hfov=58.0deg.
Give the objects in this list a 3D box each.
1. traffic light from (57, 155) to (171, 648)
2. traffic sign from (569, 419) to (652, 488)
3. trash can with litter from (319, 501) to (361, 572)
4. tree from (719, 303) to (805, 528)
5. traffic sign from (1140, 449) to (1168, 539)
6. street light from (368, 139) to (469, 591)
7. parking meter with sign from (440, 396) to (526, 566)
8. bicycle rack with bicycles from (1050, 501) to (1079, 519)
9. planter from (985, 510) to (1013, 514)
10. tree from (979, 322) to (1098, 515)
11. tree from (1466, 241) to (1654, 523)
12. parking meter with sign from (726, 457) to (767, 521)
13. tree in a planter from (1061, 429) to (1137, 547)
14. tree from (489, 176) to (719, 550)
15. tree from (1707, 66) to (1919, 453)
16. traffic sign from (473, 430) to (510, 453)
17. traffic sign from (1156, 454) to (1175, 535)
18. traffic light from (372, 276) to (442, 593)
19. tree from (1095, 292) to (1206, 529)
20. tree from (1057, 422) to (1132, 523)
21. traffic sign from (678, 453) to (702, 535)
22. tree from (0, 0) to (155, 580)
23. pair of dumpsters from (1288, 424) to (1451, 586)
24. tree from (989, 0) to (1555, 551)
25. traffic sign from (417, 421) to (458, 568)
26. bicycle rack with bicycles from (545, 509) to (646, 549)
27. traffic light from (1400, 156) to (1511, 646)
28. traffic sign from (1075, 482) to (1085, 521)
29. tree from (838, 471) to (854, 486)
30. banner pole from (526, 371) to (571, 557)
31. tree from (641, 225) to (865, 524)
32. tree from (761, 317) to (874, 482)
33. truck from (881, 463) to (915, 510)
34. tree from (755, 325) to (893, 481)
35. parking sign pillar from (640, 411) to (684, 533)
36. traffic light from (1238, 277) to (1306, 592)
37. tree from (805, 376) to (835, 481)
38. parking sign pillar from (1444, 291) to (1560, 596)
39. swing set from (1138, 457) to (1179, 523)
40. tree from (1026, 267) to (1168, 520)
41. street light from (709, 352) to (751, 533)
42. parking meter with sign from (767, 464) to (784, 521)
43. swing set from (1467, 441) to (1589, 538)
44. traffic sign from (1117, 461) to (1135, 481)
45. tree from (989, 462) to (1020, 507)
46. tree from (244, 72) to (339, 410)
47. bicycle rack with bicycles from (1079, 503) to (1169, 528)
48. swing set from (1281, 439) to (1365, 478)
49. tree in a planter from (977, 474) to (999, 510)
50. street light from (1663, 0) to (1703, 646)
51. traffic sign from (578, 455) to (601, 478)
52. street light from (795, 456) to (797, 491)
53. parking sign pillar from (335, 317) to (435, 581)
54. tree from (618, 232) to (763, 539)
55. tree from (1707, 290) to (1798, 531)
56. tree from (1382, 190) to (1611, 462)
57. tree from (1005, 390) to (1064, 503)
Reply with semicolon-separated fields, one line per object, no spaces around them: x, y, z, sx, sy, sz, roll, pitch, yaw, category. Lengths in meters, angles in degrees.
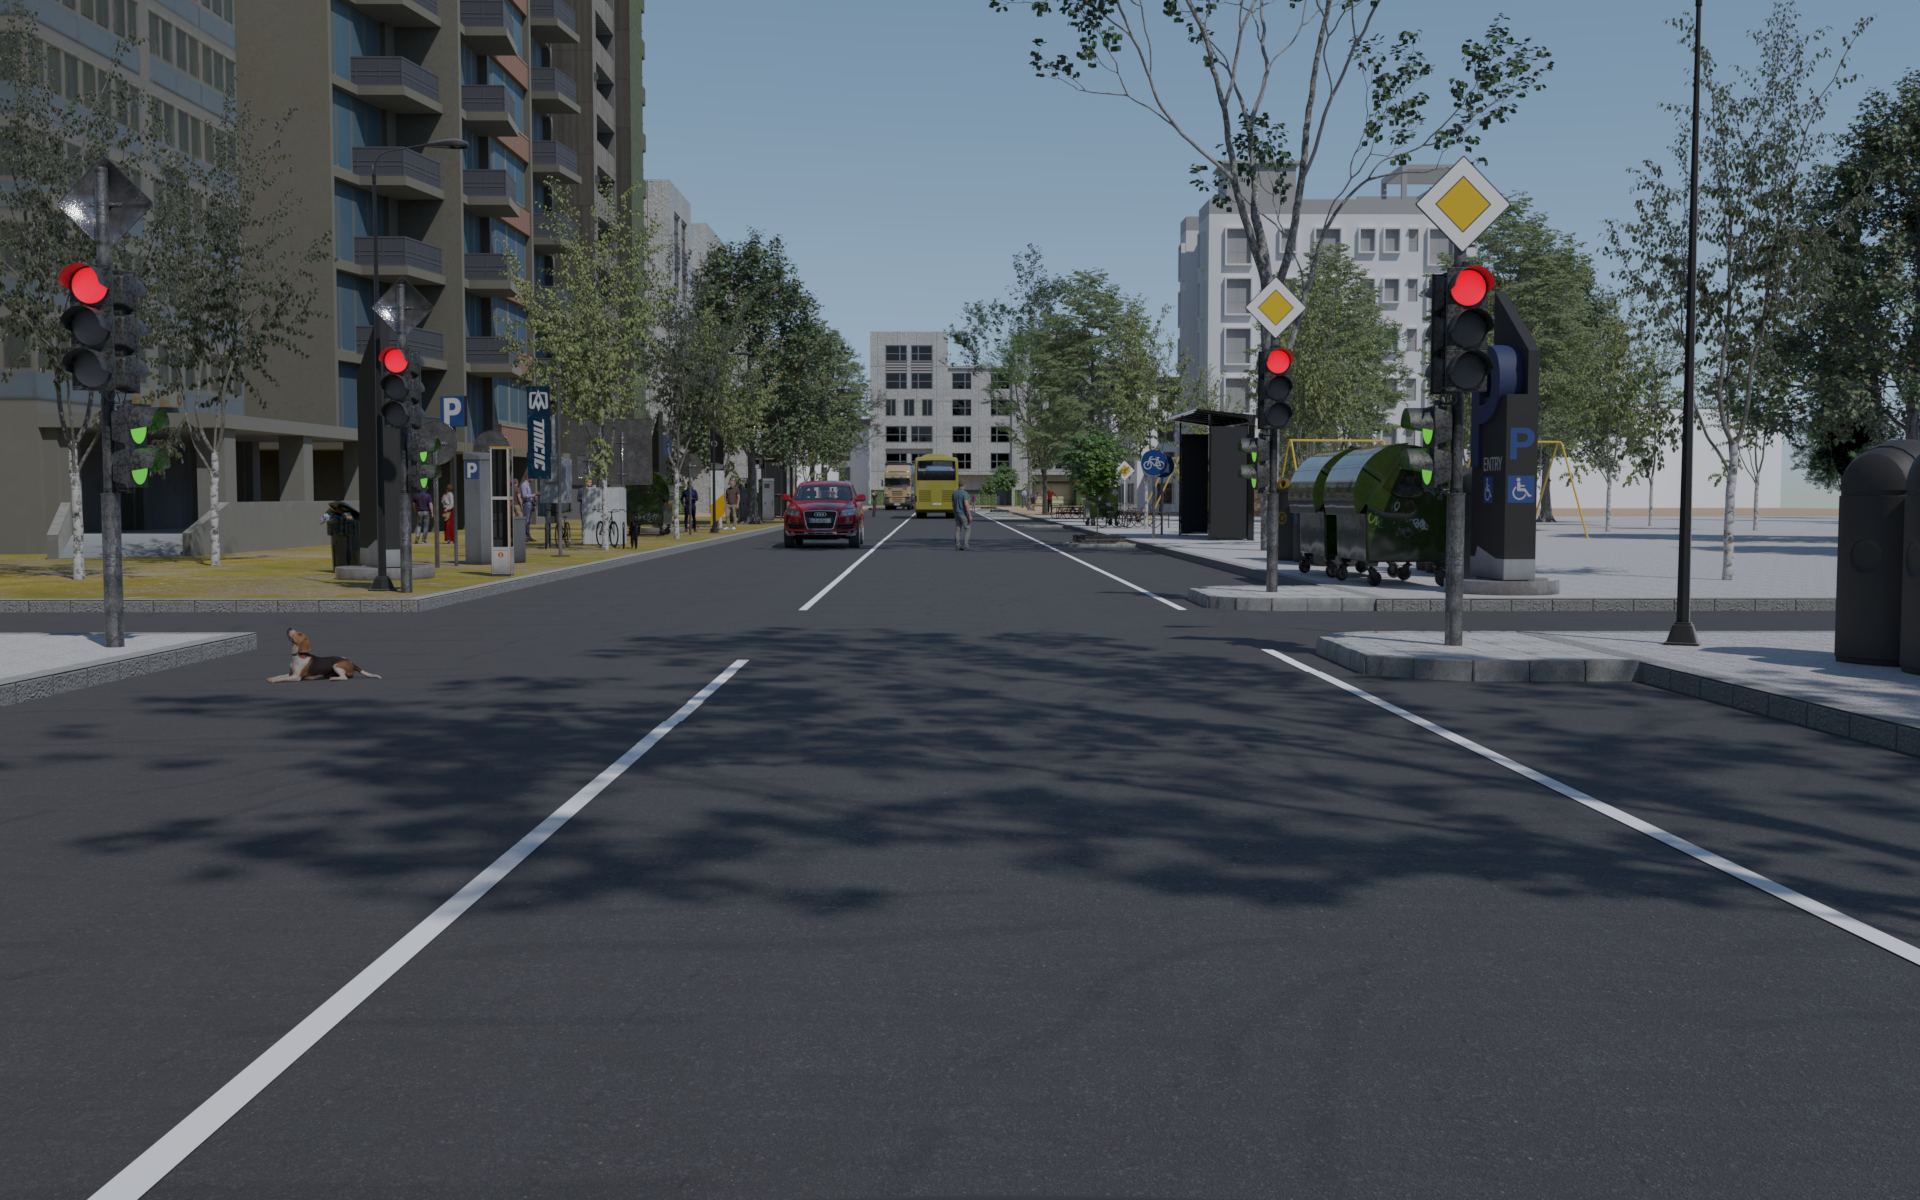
-7.074;-1.559;14.415;0.839;4.253;0.868;0;4;-1;traffic light
-9.490;-3.254;47.082;2.265;3.308;0.079;0;4;4;traffic sign
-9.950;-1.050;28.551;0.624;1.170;1.055;2;4;32;trash can with litter
-8.907;-7.059;65.783;4.737;8.622;4.395;0;3;0;tree
5.525;-3.013;49.372;0.768;2.556;0.104;0;4;6;traffic sign
-7.123;-3.074;22.807;1.470;5.913;1.316;0;4;-1;street light
-8.641;-2.159;31.568;0.543;3.016;1.738;2;4;25;parking meter with sign
6.081;-4.648;89.378;2.925;0.926;2.852;0;4;1;bicycle rack with bicycles
2.805;-6.320;124.478;1.991;0.319;1.994;0;4;-1;planter
5.047;-11.024;106.000;9.928;11.665;9.643;0;3;0;tree
26.379;-9.846;77.983;9.611;12.733;9.660;0;3;0;tree
-10.116;-5.215;81.522;1.738;3.016;0.543;-2;4;-25;parking meter with sign
3.785;-3.080;47.583;1.991;3.239;1.994;0;4;-1;tree in a planter
-8.333;-5.440;39.311;4.737;8.622;4.395;0;3;0;tree
25.565;-7.911;46.354;9.611;12.733;9.660;0;3;0;tree
-9.372;-2.114;34.663;0.768;2.556;0.104;0;4;5;traffic sign
6.363;-3.330;54.547;0.768;2.556;0.104;0;4;1;traffic sign
-7.176;-2.048;22.399;0.839;4.253;0.868;0;4;-1;traffic light
6.815;-6.877;62.808;4.737;8.622;4.395;0;3;0;tree
6.074;-5.810;78.710;4.285;4.588;4.351;0;3;0;tree
-8.446;-3.306;54.165;0.768;2.556;0.104;0;4;2;traffic sign
-13.135;-4.592;25.443;4.360;8.622;3.978;0;3;0;tree
6.146;-1.439;26.015;1.574;2.255;4.437;0;4;-1;pair of dumpsters
6.742;-11.092;37.242;12.611;20.169;13.585;0;3;0;tree
-9.098;-1.833;30.073;0.768;2.556;0.104;0;4;4;traffic sign
-8.782;-1.707;41.299;2.852;0.926;2.925;-1;4;-9;bicycle rack with bicycles
4.166;-1.569;14.573;0.839;4.253;0.868;0;4;-1;traffic light
5.821;-4.976;81.365;0.884;2.594;0.081;1;4;9;traffic sign
-9.473;-9.001;141.774;1.663;3.219;1.824;0;3;0;tree
-8.418;-2.773;35.351;0.863;3.779;0.401;-1;4;-15;banner pole
-8.986;-9.632;74.484;9.611;12.733;9.660;0;3;0;tree
-9.070;-11.799;111.041;7.486;12.596;7.792;0;3;0;tree
-5.433;-10.289;157.138;2.839;4.237;11.283;0;4;1;truck
-9.839;-13.157;125.490;12.009;13.543;11.850;0;3;0;tree
-9.824;-4.190;56.978;1.447;3.967;1.447;-1;4;-21;parking sign pillar
4.064;-2.057;22.558;0.839;4.253;0.868;0;4;-1;traffic light
-8.944;-9.168;100.266;4.737;8.622;4.395;0;3;0;tree
7.057;-2.079;22.457;1.447;3.967;1.447;0;4;-2;parking sign pillar
9.122;-4.644;73.551;2.862;2.851;3.119;0;4;-2;swing set
6.839;-10.347;87.298;7.486;12.596;7.792;0;3;0;tree
-7.515;-5.142;56.620;1.470;5.913;1.316;0;4;-1;street light
-9.425;-5.369;84.044;1.738;3.016;0.543;-2;4;-35;parking meter with sign
16.260;-3.254;50.831;3.119;2.851;2.862;-1;4;-17;swing set
6.468;-4.168;67.880;0.795;2.593;0.064;0;4;5;traffic sign
4.385;-11.590;173.211;4.285;4.588;4.351;0;3;0;tree
-13.333;-4.928;30.934;4.360;8.622;3.978;0;3;0;tree
6.553;-3.220;66.034;2.925;0.926;2.852;-1;4;-20;bicycle rack with bicycles
10.917;-3.191;49.790;3.119;2.851;2.862;-1;4;-11;swing set
2.464;-9.426;151.330;1.991;3.239;1.994;0;4;-1;tree in a planter
5.615;-2.571;14.579;1.470;5.913;1.316;0;4;-1;street light
-9.753;-2.658;45.583;0.606;2.300;0.079;0;4;1;traffic sign
-7.926;-7.145;89.363;1.470;5.913;1.316;0;4;-1;street light
-8.750;-2.312;26.267;1.447;3.967;1.447;-2;4;-34;parking sign pillar
-7.986;-6.087;49.893;4.360;8.622;3.978;0;3;0;tree
27.979;-6.767;61.002;4.737;8.622;4.395;0;3;0;tree
20.816;-9.000;65.280;7.486;12.596;7.792;0;3;0;tree
5.375;-10.104;115.556;4.737;8.622;4.395;0;3;0;tree
